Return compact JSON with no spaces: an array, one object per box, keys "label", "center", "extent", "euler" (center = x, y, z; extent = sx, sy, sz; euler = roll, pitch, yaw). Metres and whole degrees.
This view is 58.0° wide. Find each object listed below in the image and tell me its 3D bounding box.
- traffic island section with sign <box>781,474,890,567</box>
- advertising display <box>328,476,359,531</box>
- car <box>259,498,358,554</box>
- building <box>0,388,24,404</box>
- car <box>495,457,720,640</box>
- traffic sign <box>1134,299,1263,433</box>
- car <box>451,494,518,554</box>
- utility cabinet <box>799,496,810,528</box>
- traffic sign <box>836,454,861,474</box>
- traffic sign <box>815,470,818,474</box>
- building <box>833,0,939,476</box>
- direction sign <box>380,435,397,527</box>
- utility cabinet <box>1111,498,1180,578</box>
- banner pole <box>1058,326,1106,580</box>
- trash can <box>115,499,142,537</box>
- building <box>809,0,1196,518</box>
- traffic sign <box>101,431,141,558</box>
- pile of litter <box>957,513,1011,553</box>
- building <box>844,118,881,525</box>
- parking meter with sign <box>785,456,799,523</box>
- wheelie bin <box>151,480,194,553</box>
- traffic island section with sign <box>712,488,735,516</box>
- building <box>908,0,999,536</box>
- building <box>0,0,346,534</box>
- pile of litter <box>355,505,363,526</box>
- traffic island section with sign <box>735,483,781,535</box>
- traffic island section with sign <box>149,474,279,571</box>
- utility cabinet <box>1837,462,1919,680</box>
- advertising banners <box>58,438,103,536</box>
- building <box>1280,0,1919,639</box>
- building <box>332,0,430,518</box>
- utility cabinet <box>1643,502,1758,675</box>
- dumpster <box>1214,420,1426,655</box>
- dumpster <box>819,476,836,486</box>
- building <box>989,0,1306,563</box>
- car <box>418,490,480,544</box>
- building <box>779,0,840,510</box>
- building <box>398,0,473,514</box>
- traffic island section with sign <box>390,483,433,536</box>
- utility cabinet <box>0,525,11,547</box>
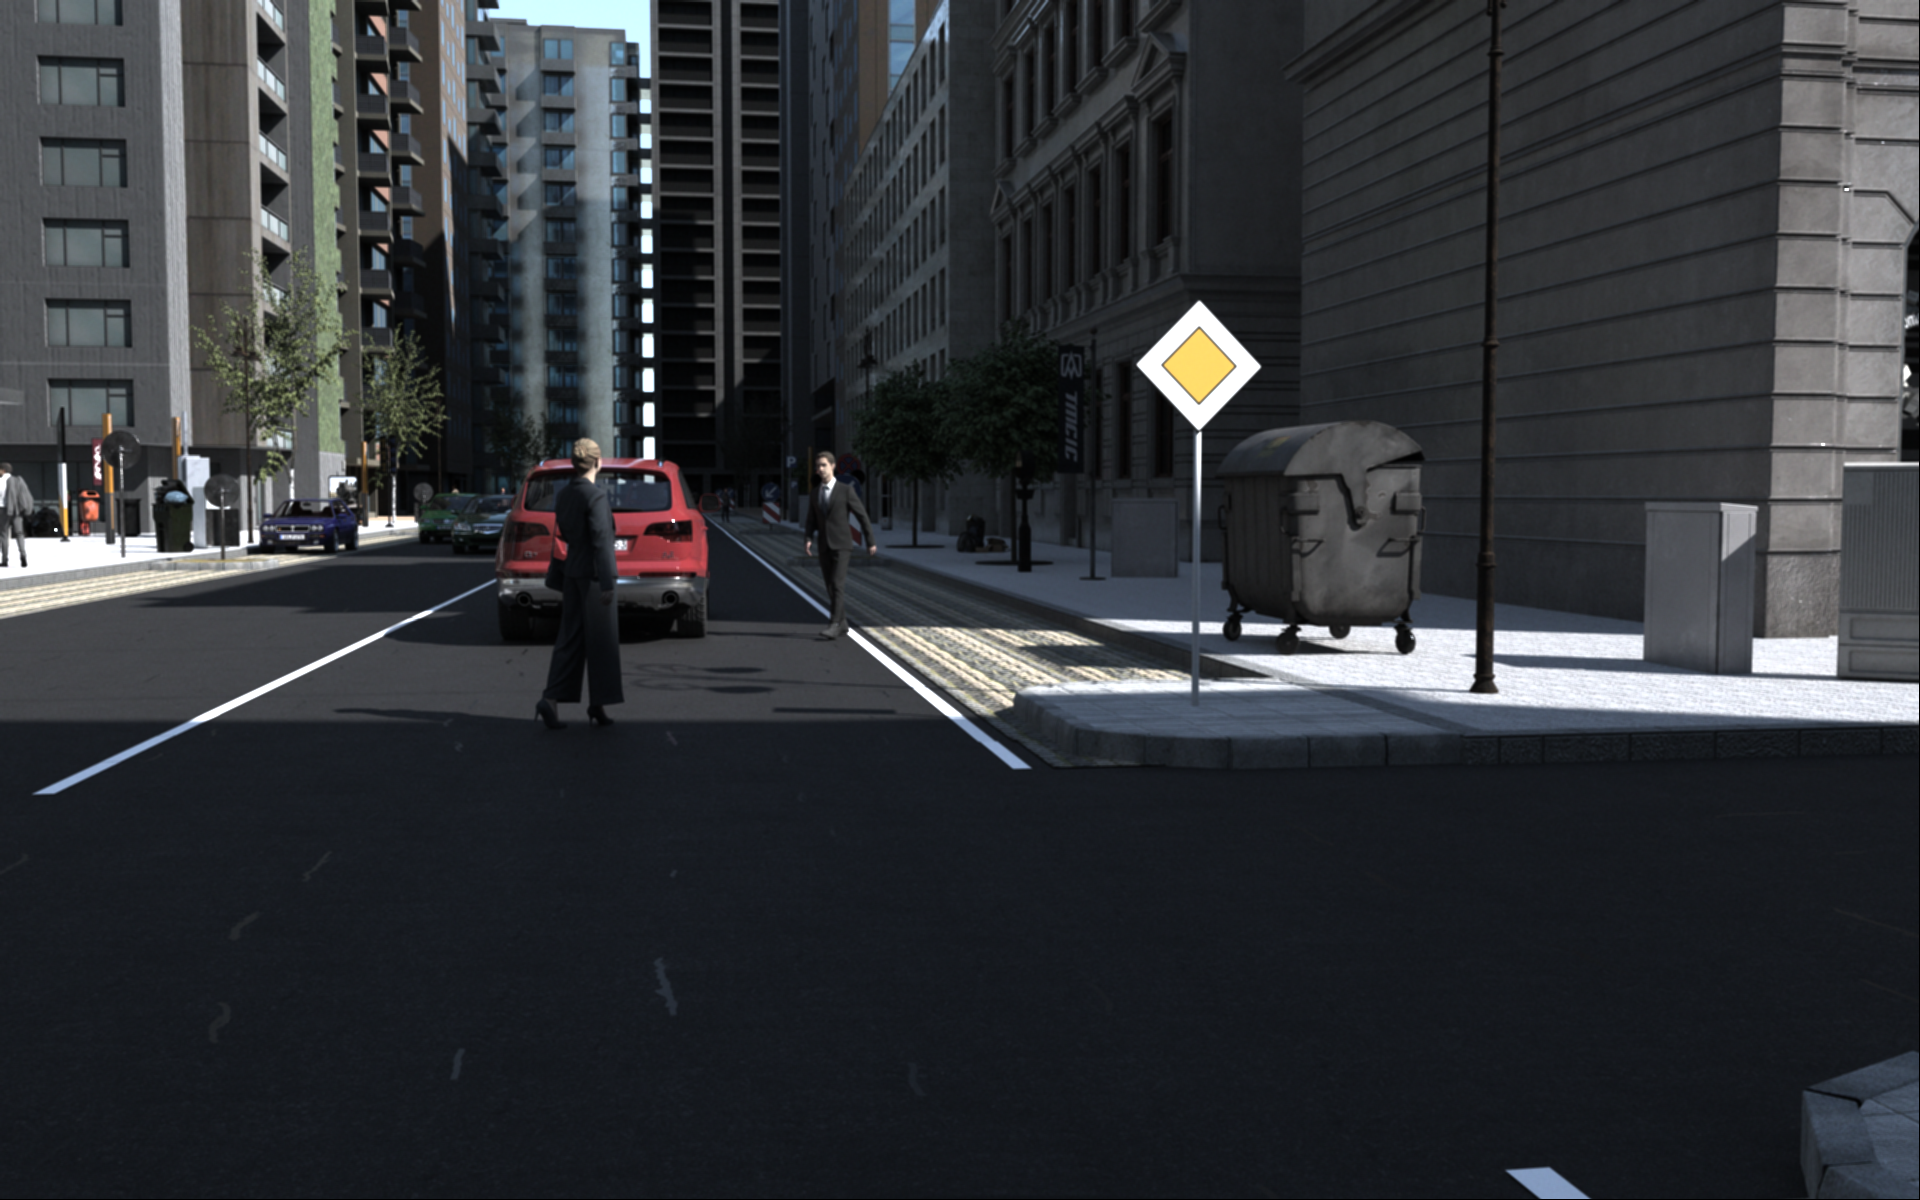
[{"label":"traffic island section with sign","center":[-2.481,-1.599,34.770],"extent":[1.989,1.847,2.006],"euler":[-1,4,-9]},{"label":"advertising display","center":[-21.590,-3.392,60.681],"extent":[0.974,1.923,0.123],"euler":[-1,4,-16]},{"label":"car","center":[-15.932,-1.826,42.439],"extent":[1.945,1.354,3.894],"euler":[-1,4,-9]},{"label":"building","center":[-28.605,-24.626,22.239],"extent":[23.786,49.044,30.456],"euler":[-1,4,-9]},{"label":"car","center":[-3.738,-0.613,18.688],"extent":[2.281,1.827,5.304],"euler":[0,4,-8]},{"label":"traffic sign","center":[1.447,-0.502,10.402],"extent":[0.795,2.593,0.064],"euler":[-1,4,-9]},{"label":"car","center":[-11.520,-1.922,43.223],"extent":[2.131,1.459,4.920],"euler":[-1,4,-9]},{"label":"utility cabinet","center":[-5.523,-3.296,65.052],"extent":[1.020,1.237,0.306],"euler":[-1,4,-13]},{"label":"traffic sign","center":[-3.509,-3.334,54.609],"extent":[0.768,2.556,0.104],"euler":[0,4,-3]},{"label":"traffic sign","center":[-5.251,-4.073,66.600],"extent":[0.884,2.594,0.081],"euler":[0,4,-5]},{"label":"building","center":[0.618,-27.192,94.694],"extent":[14.600,45.320,14.200],"euler":[-1,4,-9]},{"label":"direction sign","center":[-22.107,-4.588,67.005],"extent":[0.876,3.537,0.379],"euler":[2,4,30]},{"label":"utility cabinet","center":[2.870,-0.956,26.796],"extent":[1.020,1.237,0.306],"euler":[1,4,15]},{"label":"banner pole","center":[1.789,-2.187,25.780],"extent":[0.863,3.779,0.401],"euler":[-2,4,-29]},{"label":"trash can","center":[-24.881,-2.458,51.843],"extent":[0.748,1.137,0.748],"euler":[0,3,0]},{"label":"building","center":[4.248,-32.251,116.535],"extent":[28.713,52.752,27.495],"euler":[-1,4,-9]},{"label":"traffic sign","center":[-16.854,-2.123,34.812],"extent":[0.768,2.556,0.104],"euler":[0,4,-5]},{"label":"pile of litter","center":[0.586,-1.502,38.521],"extent":[1.176,0.858,1.719],"euler":[3,5,42]},{"label":"building","center":[0.804,-13.660,78.088],"extent":[10.420,20.320,16.860],"euler":[-1,4,-9]},{"label":"parking meter with sign","center":[-7.560,-5.024,78.409],"extent":[0.543,3.016,1.738],"euler":[-1,4,-10]},{"label":"wheelie bin","center":[-17.265,-1.840,37.995],"extent":[0.980,1.594,0.693],"euler":[2,4,29]},{"label":"traffic island section with sign","center":[-14.903,-6.259,110.960],"extent":[1.989,1.847,2.006],"euler":[-1,4,-9]},{"label":"building","center":[3.440,-12.643,61.466],"extent":[10.420,20.320,16.860],"euler":[-1,4,-9]},{"label":"building","center":[-30.537,-23.062,60.655],"extent":[14.154,41.232,14.086],"euler":[-1,4,-9]},{"label":"pile of litter","center":[-24.837,-3.488,70.998],"extent":[1.176,0.858,1.719],"euler":[0,4,-4]},{"label":"traffic island section with sign","center":[-6.882,-3.248,61.731],"extent":[1.989,1.847,2.006],"euler":[-1,4,-9]},{"label":"traffic island section with sign","center":[-14.194,-1.499,33.137],"extent":[1.989,1.847,2.006],"euler":[-1,4,-9]},{"label":"utility cabinet","center":[6.641,-0.189,11.775],"extent":[1.173,1.500,0.318],"euler":[2,4,27]},{"label":"advertising banners","center":[-27.141,-3.508,53.543],"extent":[0.090,3.025,2.074],"euler":[1,4,11]},{"label":"building","center":[17.583,-11.041,22.320],"extent":[24.055,21.916,13.314],"euler":[-1,4,-9]},{"label":"building","center":[-41.520,-26.849,93.606],"extent":[22.147,44.769,28.867],"euler":[-1,4,-9]},{"label":"utility cabinet","center":[5.455,-0.100,12.794],"extent":[0.306,1.237,1.020],"euler":[0,4,-8]},{"label":"dumpster","center":[2.998,-0.534,14.493],"extent":[1.264,1.857,1.865],"euler":[-1,4,-9]},{"label":"dumpster","center":[-3.986,-3.106,56.545],"extent":[1.264,1.857,1.865],"euler":[-1,4,-9]},{"label":"building","center":[7.610,-12.597,42.116],"extent":[11.583,22.565,21.152],"euler":[-1,4,-9]},{"label":"car","center":[-15.001,-2.624,51.702],"extent":[1.959,1.807,4.718],"euler":[-1,4,-8]},{"label":"building","center":[-4.466,-36.816,143.935],"extent":[21.231,58.520,28.212],"euler":[-1,4,-9]},{"label":"building","center":[-41.086,-28.530,116.582],"extent":[14.600,45.320,14.200],"euler":[-1,4,-9]},{"label":"traffic island section with sign","center":[-18.578,-3.142,60.003],"extent":[1.989,1.847,2.006],"euler":[-1,4,-9]},{"label":"utility cabinet","center":[-23.147,-1.995,41.299],"extent":[0.318,1.500,1.173],"euler":[0,4,2]}]
